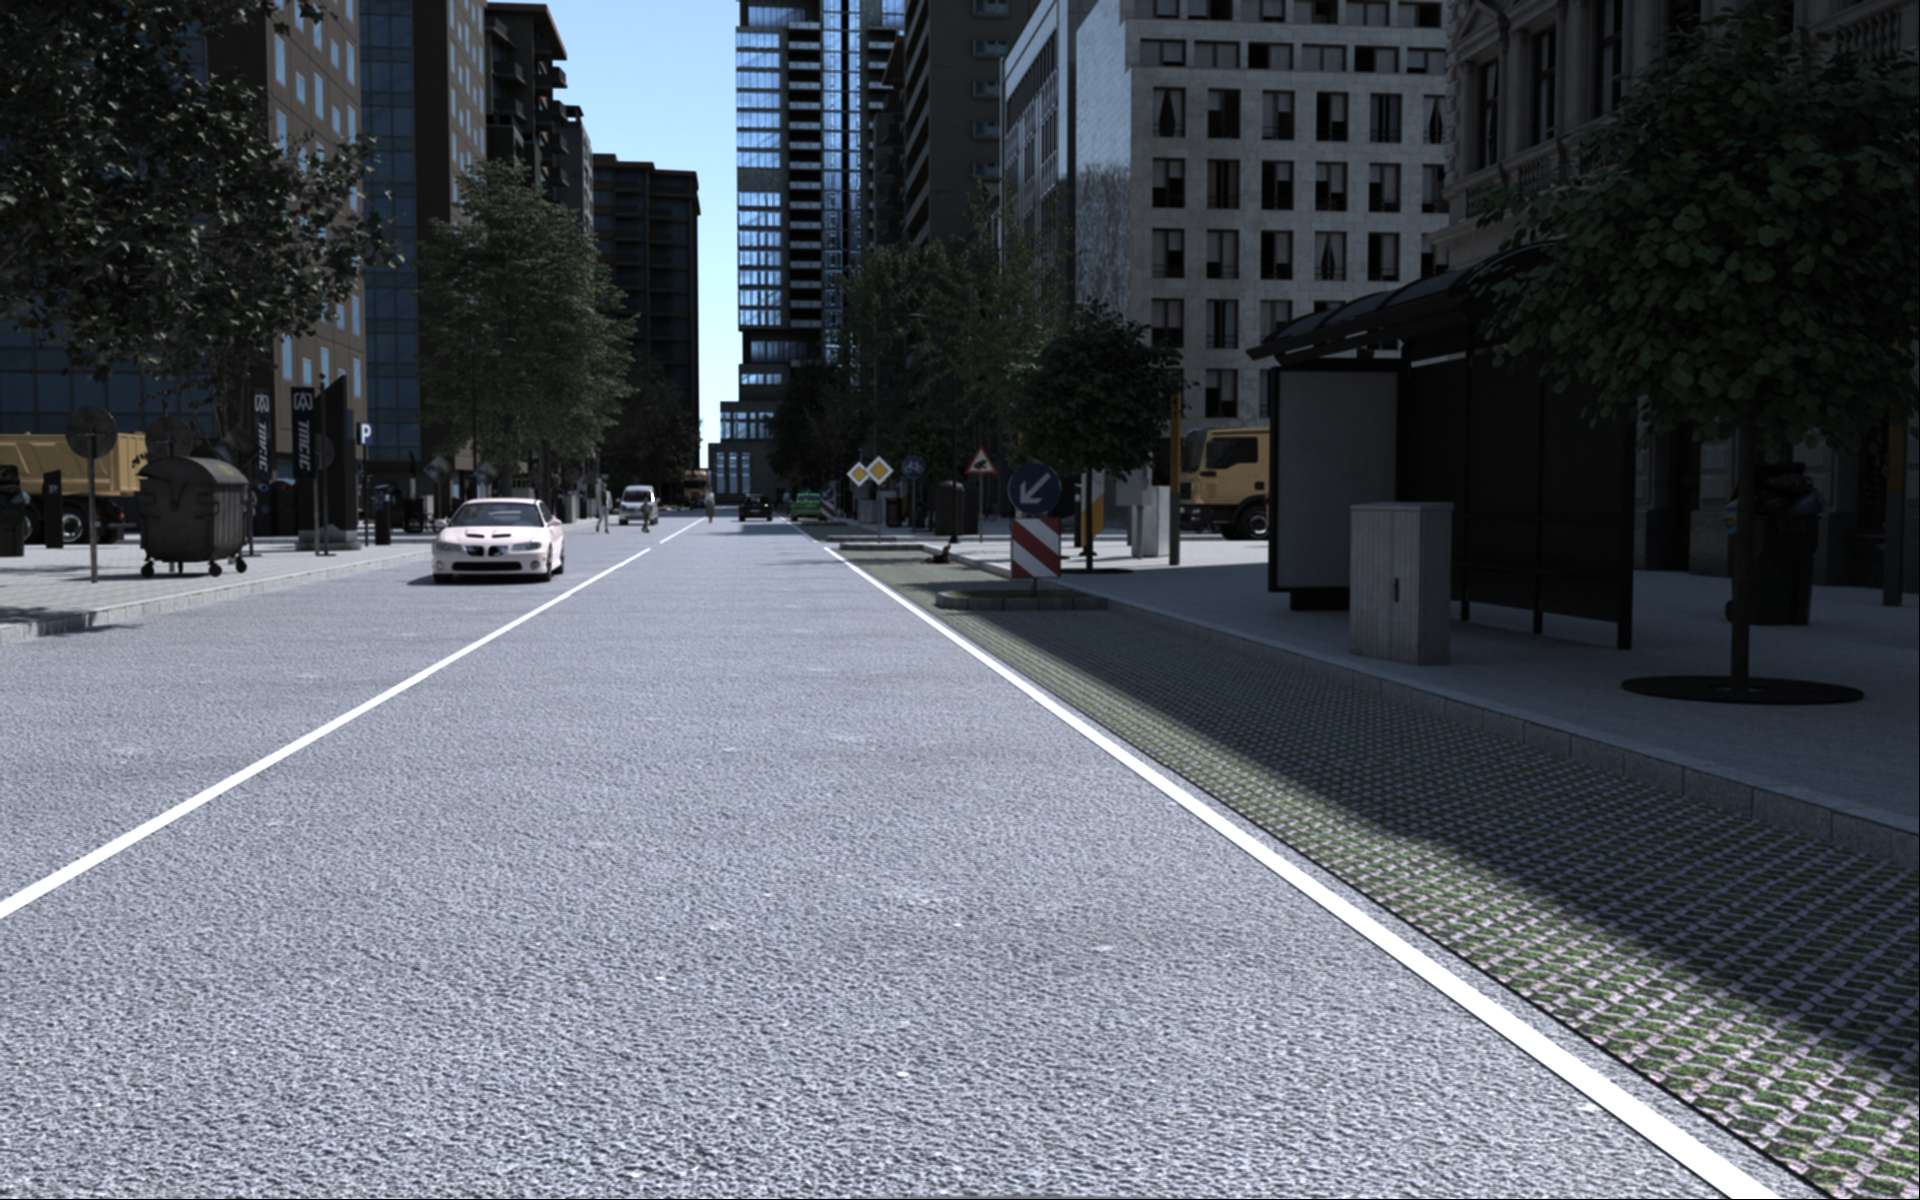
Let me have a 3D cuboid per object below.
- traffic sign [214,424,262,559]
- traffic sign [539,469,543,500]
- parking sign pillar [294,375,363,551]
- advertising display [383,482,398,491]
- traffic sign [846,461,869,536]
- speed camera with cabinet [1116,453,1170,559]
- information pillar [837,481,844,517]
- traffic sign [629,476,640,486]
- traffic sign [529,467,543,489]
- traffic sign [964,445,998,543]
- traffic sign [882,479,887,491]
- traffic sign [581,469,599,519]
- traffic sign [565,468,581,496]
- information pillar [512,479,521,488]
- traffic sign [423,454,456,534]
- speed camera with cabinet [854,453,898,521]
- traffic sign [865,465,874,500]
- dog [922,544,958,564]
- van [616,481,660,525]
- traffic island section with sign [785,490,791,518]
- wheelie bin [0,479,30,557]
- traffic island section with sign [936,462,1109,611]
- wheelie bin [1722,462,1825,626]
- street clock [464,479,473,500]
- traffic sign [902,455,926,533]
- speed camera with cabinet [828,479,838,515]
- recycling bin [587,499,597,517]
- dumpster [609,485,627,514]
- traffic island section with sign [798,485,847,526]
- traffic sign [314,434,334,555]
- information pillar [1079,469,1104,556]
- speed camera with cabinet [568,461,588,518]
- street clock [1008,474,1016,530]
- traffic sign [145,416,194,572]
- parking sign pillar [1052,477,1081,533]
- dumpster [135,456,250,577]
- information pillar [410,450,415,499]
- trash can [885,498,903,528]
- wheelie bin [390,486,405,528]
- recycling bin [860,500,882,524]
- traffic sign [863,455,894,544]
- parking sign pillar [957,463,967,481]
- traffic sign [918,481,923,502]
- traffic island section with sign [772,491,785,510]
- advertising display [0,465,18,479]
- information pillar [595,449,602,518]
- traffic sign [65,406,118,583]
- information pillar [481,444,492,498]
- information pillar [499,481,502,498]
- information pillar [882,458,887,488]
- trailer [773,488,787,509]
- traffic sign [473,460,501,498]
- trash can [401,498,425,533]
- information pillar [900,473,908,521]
[{"bbox_3d":[-11.863,-1.669,28.480,0.795,2.450,0.064,0,4,0],"label":"traffic sign"},{"bbox_3d":[-20.733,-5.225,85.533,0.768,2.556,0.104,0,4,-2],"label":"traffic sign"},{"bbox_3d":[-14.485,-3.126,39.585,1.447,3.967,1.447,1,4,18],"label":"parking sign pillar"},{"bbox_3d":[-29.965,-5.258,91.182,0.974,1.923,0.123,2,4,32],"label":"advertising display"},{"bbox_3d":[-3.071,-3.003,52.742,0.795,2.450,0.064,0,4,-7],"label":"traffic sign"},{"bbox_3d":[3.710,-2.484,34.955,0.660,3.252,2.038,1,4,23],"label":"speed camera with cabinet"},{"bbox_3d":[-6.690,-5.651,96.879,0.304,2.012,0.304,-3,4,-37],"label":"information pillar"},{"bbox_3d":[-22.538,-7.323,119.832,0.768,2.556,0.104,0,4,-5],"label":"traffic sign"},{"bbox_3d":[-20.154,-5.037,82.467,0.768,2.556,0.104,0,4,-2],"label":"traffic sign"},{"bbox_3d":[0.551,-2.779,45.436,0.884,2.594,0.081,0,4,-4],"label":"traffic sign"},{"bbox_3d":[-4.066,-5.648,92.449,0.768,2.556,0.104,0,4,1],"label":"traffic sign"},{"bbox_3d":[-19.197,-5.496,89.867,0.884,2.594,0.081,0,4,-4],"label":"traffic sign"},{"bbox_3d":[-18.756,-5.123,83.872,0.768,2.556,0.104,0,4,-5],"label":"traffic sign"},{"bbox_3d":[-21.355,-4.833,83.515,0.304,2.012,0.304,3,4,37],"label":"information pillar"},{"bbox_3d":[-13.064,-2.438,43.497,0.795,2.450,0.064,0,4,-7],"label":"traffic sign"},{"bbox_3d":[-4.008,-5.417,82.902,2.038,3.252,0.660,0,4,4],"label":"speed camera with cabinet"},{"bbox_3d":[-4.161,-4.721,77.184,0.884,2.594,0.081,0,4,-5],"label":"traffic sign"},{"bbox_3d":[-0.435,-0.936,35.491,0.748,0.427,0.550,3,5,43],"label":"dog"},{"bbox_3d":[-15.042,-4.529,81.059,2.013,2.044,4.112,0,4,-7],"label":"van"},{"bbox_3d":[-9.423,-5.878,104.733,1.989,1.847,2.006,0,4,-7],"label":"traffic island section with sign"},{"bbox_3d":[-19.529,-1.685,35.461,0.693,1.594,0.980,3,5,41],"label":"wheelie bin"},{"bbox_3d":[0.723,-0.822,22.060,1.989,1.847,2.006,0,4,-7],"label":"traffic island section with sign"},{"bbox_3d":[8.053,-0.561,17.081,0.980,1.594,0.693,-1,4,-11],"label":"wheelie bin"},{"bbox_3d":[-23.656,-4.823,83.425,0.471,2.002,0.358,3,5,42],"label":"street clock"},{"bbox_3d":[-1.510,-3.461,56.698,0.768,2.556,0.104,0,4,-4],"label":"traffic sign"},{"bbox_3d":[-7.644,-6.769,105.001,0.660,3.252,2.038,0,4,1],"label":"speed camera with cabinet"},{"bbox_3d":[-20.672,-5.161,96.931,0.722,1.027,0.722,-3,5,-44],"label":"recycling bin"},{"bbox_3d":[-25.017,-7.492,124.995,1.502,2.255,1.985,0,4,-7],"label":"dumpster"},{"bbox_3d":[-6.136,-4.242,77.977,1.989,1.847,2.006,0,4,-7],"label":"traffic island section with sign"},{"bbox_3d":[-13.591,-2.229,36.543,0.768,2.556,0.104,0,4,-1],"label":"traffic sign"},{"bbox_3d":[2.751,-2.733,36.044,0.504,3.616,0.183,-1,4,-15],"label":"information pillar"},{"bbox_3d":[-20.354,-5.982,92.147,0.660,3.252,2.038,-2,4,-26],"label":"speed camera with cabinet"},{"bbox_3d":[1.895,-3.514,62.019,0.358,2.002,0.471,-1,4,-13],"label":"street clock"},{"bbox_3d":[-12.961,-1.731,28.410,0.768,2.556,0.104,0,4,-5],"label":"traffic sign"},{"bbox_3d":[3.755,-4.268,58.254,1.447,3.967,1.447,2,4,34],"label":"parking sign pillar"},{"bbox_3d":[-12.127,-1.324,27.402,1.264,1.857,1.865,0,4,-7],"label":"dumpster"},{"bbox_3d":[-28.951,-6.130,91.586,0.183,3.616,0.504,-3,4,-38],"label":"information pillar"},{"bbox_3d":[-2.532,-3.348,66.396,0.748,1.137,0.748,0,3,0],"label":"trash can"},{"bbox_3d":[-21.541,-3.560,66.118,0.693,1.594,0.980,-2,4,-27],"label":"wheelie bin"},{"bbox_3d":[-3.863,-3.817,74.962,0.722,1.027,0.722,3,4,38],"label":"recycling bin"},{"bbox_3d":[-2.099,-2.518,44.816,0.795,2.450,0.064,0,4,-7],"label":"traffic sign"},{"bbox_3d":[-0.268,-6.280,91.143,1.447,3.967,1.447,2,4,30],"label":"parking sign pillar"},{"bbox_3d":[-1.716,-4.732,77.469,0.768,2.556,0.104,0,4,-5],"label":"traffic sign"},{"bbox_3d":[-18.725,-10.517,180.577,1.989,1.847,2.006,0,4,-7],"label":"traffic island section with sign"},{"bbox_3d":[-21.401,-2.029,38.388,0.974,1.923,0.123,-1,4,-22],"label":"advertising display"},{"bbox_3d":[-18.976,-6.092,90.958,0.183,3.616,0.504,-3,5,-44],"label":"information pillar"},{"bbox_3d":[-12.516,-1.521,24.967,0.768,2.556,0.104,0,4,3],"label":"traffic sign"},{"bbox_3d":[-21.490,-5.331,78.515,0.504,3.616,0.183,-3,5,-41],"label":"information pillar"},{"bbox_3d":[-24.885,-5.479,94.074,0.304,2.012,0.304,-1,4,-18],"label":"information pillar"},{"bbox_3d":[-4.704,-7.079,107.092,0.183,3.616,0.504,-3,5,-39],"label":"information pillar"},{"bbox_3d":[-17.691,-10.030,171.032,1.471,1.999,3.904,-1,4,-8],"label":"trailer"},{"bbox_3d":[-14.036,-2.922,51.423,0.795,2.450,0.064,0,4,-7],"label":"traffic sign"},{"bbox_3d":[-17.898,-2.757,56.723,0.748,1.137,0.748,0,3,0],"label":"trash can"},{"bbox_3d":[-2.649,-5.501,81.294,0.183,3.616,0.504,3,4,36],"label":"information pillar"}]
